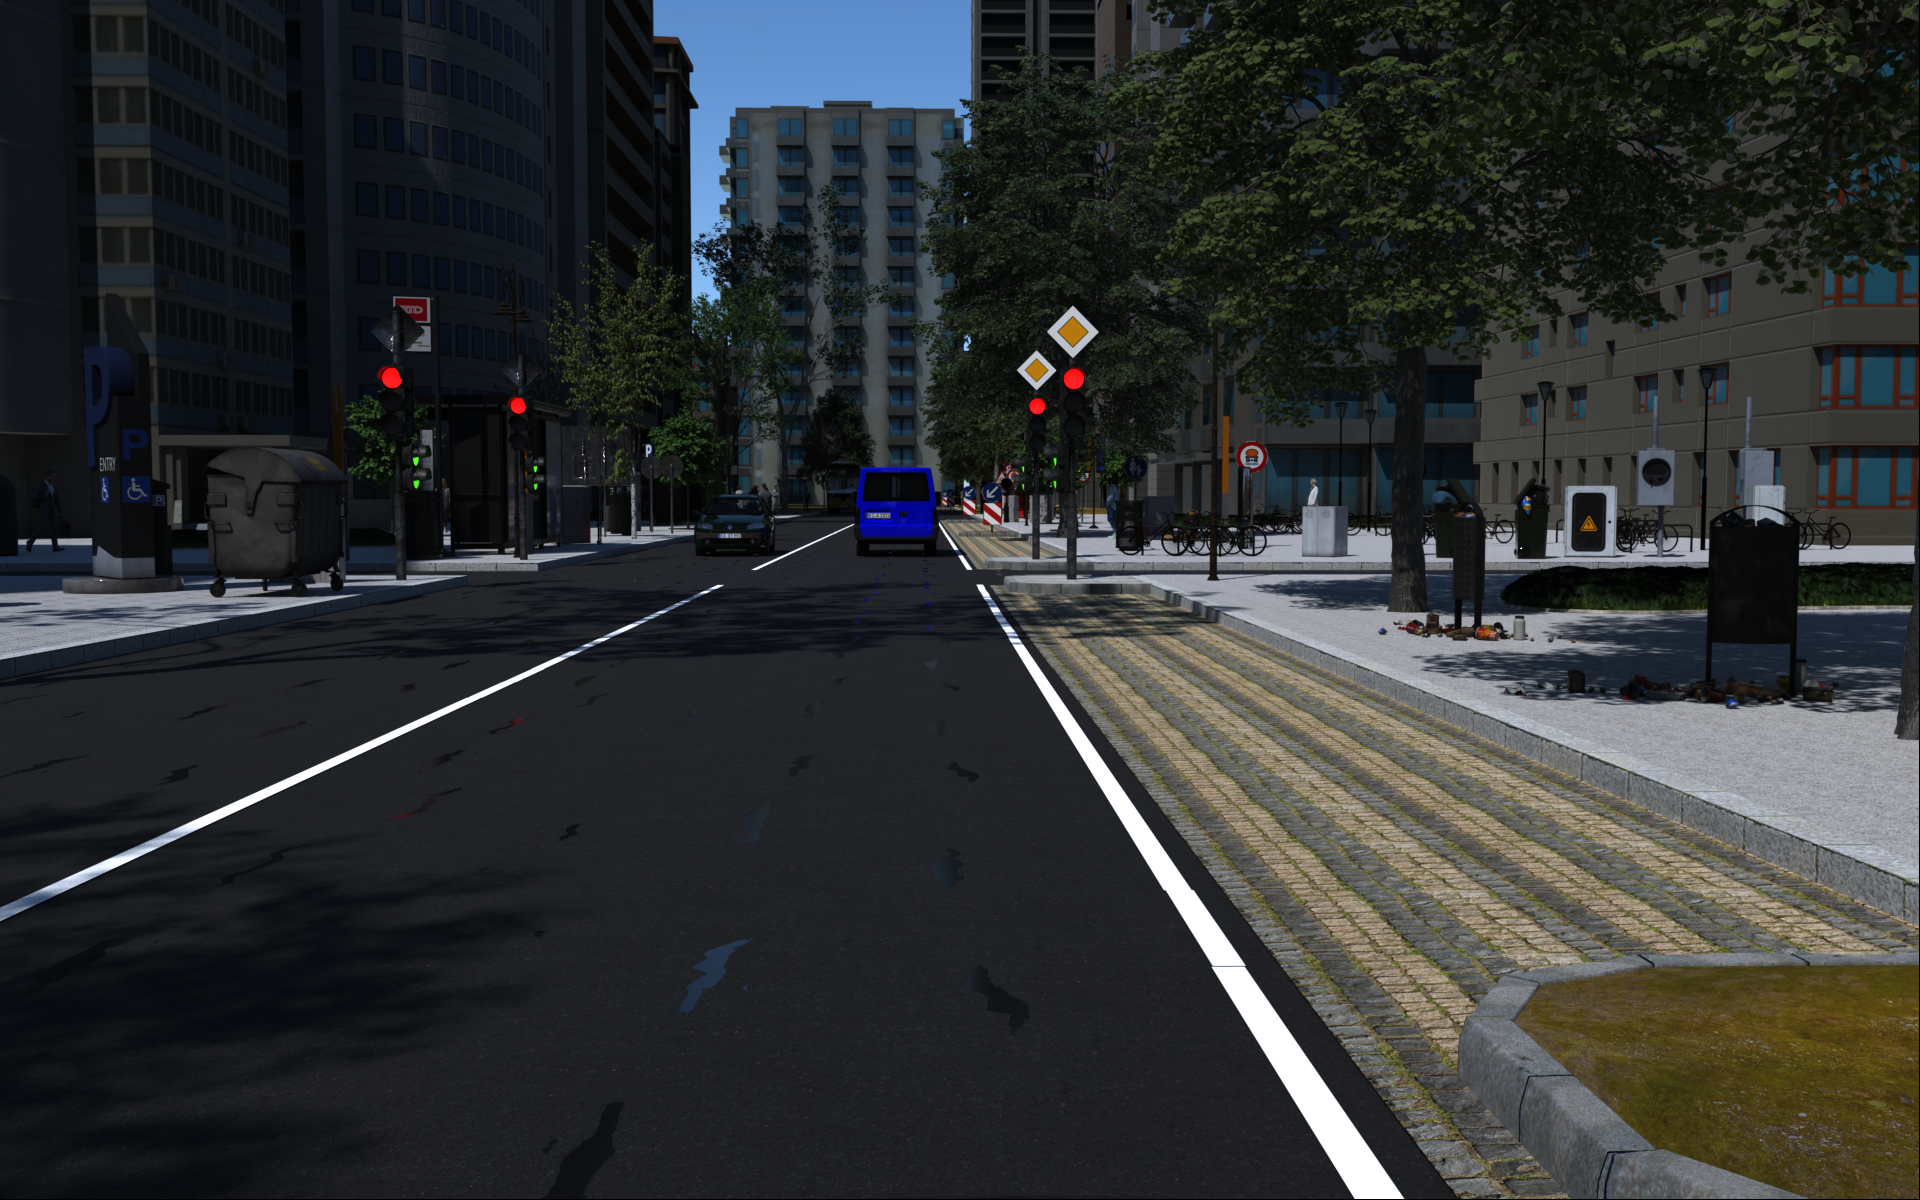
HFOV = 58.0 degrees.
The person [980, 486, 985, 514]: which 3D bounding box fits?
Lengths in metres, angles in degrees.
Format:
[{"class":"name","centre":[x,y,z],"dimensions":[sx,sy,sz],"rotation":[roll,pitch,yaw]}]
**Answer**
[{"class":"person","centre":[1.471,-6.543,112.989],"dimensions":[0.705,1.831,1.348],"rotation":[0,4,-2]}]

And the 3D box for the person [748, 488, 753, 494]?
[{"class":"person","centre":[-19.120,-9.384,159.491],"dimensions":[1.348,1.821,0.705],"rotation":[0,4,0]}]

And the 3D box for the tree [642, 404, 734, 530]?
[{"class":"tree","centre":[-10.017,-4.860,63.182],"dimensions":[4.285,4.588,4.351],"rotation":[0,3,0]}]

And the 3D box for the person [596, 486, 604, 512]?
[{"class":"person","centre":[-21.464,-5.944,103.413],"dimensions":[0.721,1.800,0.419],"rotation":[2,4,31]}]

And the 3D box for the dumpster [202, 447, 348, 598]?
[{"class":"dumpster","centre":[-8.733,-1.002,22.142],"dimensions":[1.264,1.857,1.865],"rotation":[0,4,-1]}]

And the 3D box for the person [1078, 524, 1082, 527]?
[{"class":"person","centre":[4.376,-3.783,67.995],"dimensions":[0.850,1.850,0.679],"rotation":[1,4,23]}]

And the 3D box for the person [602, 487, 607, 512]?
[{"class":"person","centre":[-21.640,-5.989,104.966],"dimensions":[0.512,1.701,0.522],"rotation":[-1,4,-21]}]

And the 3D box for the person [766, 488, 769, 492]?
[{"class":"person","centre":[-13.295,-6.900,119.594],"dimensions":[1.217,1.736,0.721],"rotation":[1,4,20]}]

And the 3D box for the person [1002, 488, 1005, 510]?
[{"class":"person","centre":[3.415,-8.046,138.271],"dimensions":[0.551,1.740,0.621],"rotation":[0,4,-5]}]

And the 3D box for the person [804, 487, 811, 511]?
[{"class":"person","centre":[-11.558,-7.684,131.543],"dimensions":[0.599,1.838,0.709],"rotation":[2,4,26]}]

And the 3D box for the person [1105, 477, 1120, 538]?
[{"class":"person","centre":[4.469,-2.699,50.431],"dimensions":[0.793,1.790,0.793],"rotation":[0,4,-5]}]

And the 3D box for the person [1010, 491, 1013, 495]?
[{"class":"person","centre":[5.647,-11.134,190.566],"dimensions":[1.348,1.821,0.705],"rotation":[0,4,-3]}]

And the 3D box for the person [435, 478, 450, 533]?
[{"class":"person","centre":[-17.034,-3.123,57.294],"dimensions":[0.709,1.800,0.728],"rotation":[-1,4,-12]}]

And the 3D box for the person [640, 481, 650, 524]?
[{"class":"person","centre":[-13.506,-4.139,73.682],"dimensions":[0.822,1.834,0.622],"rotation":[-1,4,-14]}]

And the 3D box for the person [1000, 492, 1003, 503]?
[{"class":"person","centre":[2.811,-7.271,124.857],"dimensions":[1.348,1.831,0.705],"rotation":[0,4,1]}]

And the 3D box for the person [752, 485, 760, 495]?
[{"class":"person","centre":[-12.704,-6.204,107.446],"dimensions":[0.573,1.828,0.580],"rotation":[0,4,6]}]

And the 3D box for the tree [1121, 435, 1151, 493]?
[{"class":"tree","centre":[8.589,-6.695,93.178],"dimensions":[4.285,4.588,4.351],"rotation":[0,3,0]}]

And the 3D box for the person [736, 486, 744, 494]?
[{"class":"person","centre":[-12.188,-5.461,95.903],"dimensions":[0.480,1.755,0.524],"rotation":[-1,4,-12]}]

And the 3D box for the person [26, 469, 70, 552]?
[{"class":"person","centre":[-20.248,-1.982,38.409],"dimensions":[0.822,1.834,0.622],"rotation":[1,4,10]}]

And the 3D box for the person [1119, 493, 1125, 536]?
[{"class":"person","centre":[4.945,-2.621,53.147],"dimensions":[0.306,1.304,0.590],"rotation":[3,4,37]}]

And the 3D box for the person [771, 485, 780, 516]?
[{"class":"person","centre":[-10.629,-5.739,100.056],"dimensions":[0.466,1.800,0.511],"rotation":[3,4,38]}]

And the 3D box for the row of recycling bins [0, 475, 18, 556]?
[{"class":"row of recycling bins","centre":[-21.331,-1.762,35.921],"dimensions":[3.534,1.692,1.069],"rotation":[0,4,1]}]

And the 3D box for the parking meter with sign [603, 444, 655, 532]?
[{"class":"parking meter with sign","centre":[-11.367,-3.863,59.416],"dimensions":[1.738,3.016,0.543],"rotation":[-3,4,-39]}]

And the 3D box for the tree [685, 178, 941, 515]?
[{"class":"tree","centre":[-9.829,-15.190,104.240],"dimensions":[12.611,20.169,13.585],"rotation":[0,3,0]}]

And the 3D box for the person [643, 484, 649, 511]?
[{"class":"person","centre":[-17.471,-5.493,95.868],"dimensions":[0.555,1.821,0.388],"rotation":[-1,4,-23]}]

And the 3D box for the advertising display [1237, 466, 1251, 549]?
[{"class":"advertising display","centre":[6.657,-2.163,40.576],"dimensions":[0.123,1.923,0.974],"rotation":[1,4,20]}]

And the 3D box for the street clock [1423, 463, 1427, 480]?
[{"class":"street clock","centre":[9.395,-1.910,35.800],"dimensions":[0.471,2.002,0.358],"rotation":[1,4,19]}]

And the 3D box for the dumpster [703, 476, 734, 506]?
[{"class":"dumpster","centre":[-12.934,-5.511,92.601],"dimensions":[1.502,2.255,1.985],"rotation":[0,4,-1]}]

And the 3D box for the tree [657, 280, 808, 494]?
[{"class":"tree","centre":[-11.256,-9.698,84.313],"dimensions":[9.928,11.665,9.643],"rotation":[0,3,0]}]

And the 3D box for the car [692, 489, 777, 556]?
[{"class":"car","centre":[-5.362,-1.940,41.503],"dimensions":[2.009,1.686,4.222],"rotation":[0,4,-3]}]

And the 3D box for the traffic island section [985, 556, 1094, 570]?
[{"class":"traffic island section","centre":[1.514,-0.717,34.006],"dimensions":[2.009,0.180,2.903],"rotation":[0,4,-1]}]

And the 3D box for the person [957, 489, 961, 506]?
[{"class":"person","centre":[-0.054,-10.801,182.664],"dimensions":[0.705,1.821,1.348],"rotation":[1,4,20]}]

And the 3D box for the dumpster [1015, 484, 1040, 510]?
[{"class":"dumpster","centre":[3.889,-6.050,101.419],"dimensions":[1.502,2.255,1.985],"rotation":[0,4,-1]}]

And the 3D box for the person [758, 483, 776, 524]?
[{"class":"person","centre":[-6.747,-3.121,59.622],"dimensions":[0.767,1.812,0.694],"rotation":[3,5,45]}]

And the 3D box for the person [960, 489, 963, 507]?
[{"class":"person","centre":[0.233,-10.452,176.942],"dimensions":[0.705,1.824,1.348],"rotation":[-1,4,-12]}]

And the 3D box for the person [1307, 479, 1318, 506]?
[{"class":"person","centre":[12.785,-3.461,62.503],"dimensions":[0.818,1.842,0.514],"rotation":[-2,4,-35]}]

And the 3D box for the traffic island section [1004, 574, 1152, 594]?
[{"class":"traffic island section","centre":[1.699,-0.229,26.023],"dimensions":[2.009,0.180,2.903],"rotation":[0,4,-1]}]

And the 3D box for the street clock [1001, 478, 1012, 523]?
[{"class":"street clock","centre":[2.091,-4.488,77.944],"dimensions":[0.471,2.002,0.358],"rotation":[2,4,28]}]

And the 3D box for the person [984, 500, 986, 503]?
[{"class":"person","centre":[2.344,-10.617,179.493],"dimensions":[0.709,1.838,0.599],"rotation":[-3,5,-41]}]

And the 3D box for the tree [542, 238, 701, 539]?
[{"class":"tree","centre":[-9.530,-6.039,49.105],"dimensions":[4.737,8.622,4.395],"rotation":[0,3,0]}]
